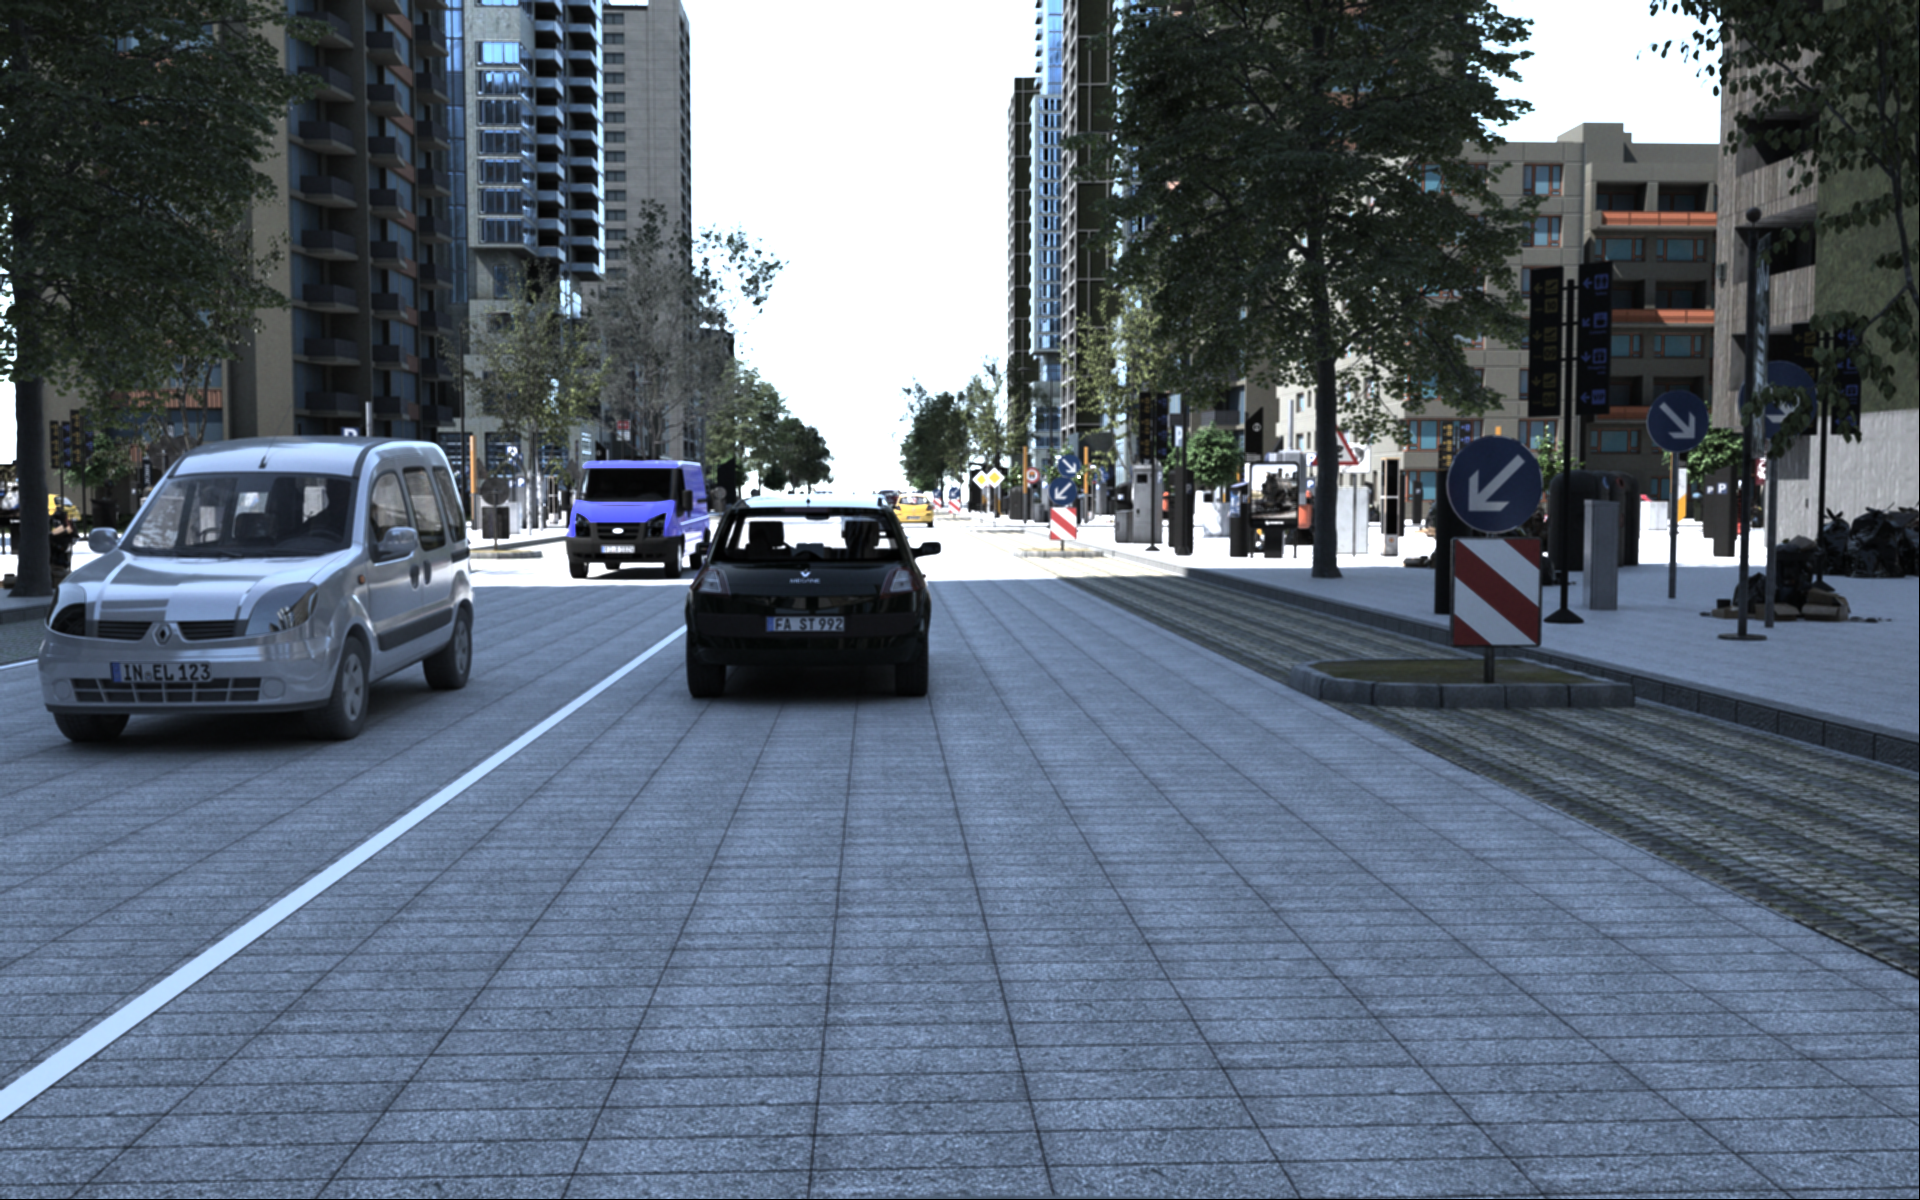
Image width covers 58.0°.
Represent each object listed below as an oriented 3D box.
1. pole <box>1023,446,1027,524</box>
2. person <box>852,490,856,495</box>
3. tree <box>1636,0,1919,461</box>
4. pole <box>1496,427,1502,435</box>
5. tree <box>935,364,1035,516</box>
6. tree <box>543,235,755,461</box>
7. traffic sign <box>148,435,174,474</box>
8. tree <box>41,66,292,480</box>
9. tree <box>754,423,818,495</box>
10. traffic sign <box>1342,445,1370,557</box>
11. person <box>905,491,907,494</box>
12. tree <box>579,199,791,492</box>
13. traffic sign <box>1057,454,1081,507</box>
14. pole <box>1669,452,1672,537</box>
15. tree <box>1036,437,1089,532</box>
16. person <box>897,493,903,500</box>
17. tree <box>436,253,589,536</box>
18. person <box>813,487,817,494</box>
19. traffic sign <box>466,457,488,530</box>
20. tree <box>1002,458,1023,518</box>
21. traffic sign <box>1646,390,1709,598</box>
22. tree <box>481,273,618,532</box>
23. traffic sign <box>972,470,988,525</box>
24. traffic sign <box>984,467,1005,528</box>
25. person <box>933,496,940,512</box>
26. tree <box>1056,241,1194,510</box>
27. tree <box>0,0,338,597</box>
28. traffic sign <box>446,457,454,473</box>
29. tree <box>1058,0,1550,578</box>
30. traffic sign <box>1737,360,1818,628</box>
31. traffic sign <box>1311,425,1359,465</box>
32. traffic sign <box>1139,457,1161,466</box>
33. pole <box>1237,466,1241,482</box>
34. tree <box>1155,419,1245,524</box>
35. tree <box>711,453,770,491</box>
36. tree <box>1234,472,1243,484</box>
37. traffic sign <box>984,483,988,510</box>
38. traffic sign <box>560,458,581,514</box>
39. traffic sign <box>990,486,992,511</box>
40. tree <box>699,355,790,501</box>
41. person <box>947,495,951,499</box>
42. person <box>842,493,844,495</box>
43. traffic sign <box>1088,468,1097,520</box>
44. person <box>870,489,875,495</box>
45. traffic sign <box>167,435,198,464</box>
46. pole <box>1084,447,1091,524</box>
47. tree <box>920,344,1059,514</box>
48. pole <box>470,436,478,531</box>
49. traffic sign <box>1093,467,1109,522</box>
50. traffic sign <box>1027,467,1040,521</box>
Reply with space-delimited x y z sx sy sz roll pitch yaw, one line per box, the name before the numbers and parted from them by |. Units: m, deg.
pole | 2.783 -4.898 73.930 0.158 3.312 0.155 0 3 0
person | -11.186 -10.730 183.810 0.709 1.838 0.599 -3 5 -40
tree | 6.808 -3.739 11.493 4.737 8.622 4.395 0 3 0
pole | 16.269 -3.582 52.409 0.158 3.312 0.155 0 3 0
tree | 1.881 -9.096 99.085 4.737 8.622 4.395 0 3 0
tree | -14.892 -10.583 83.403 12.009 13.543 11.850 0 3 0
traffic sign | -17.145 -2.278 37.355 0.768 2.556 0.104 0 4 7
tree | -13.350 -4.859 29.814 4.360 8.622 3.978 0 3 0
tree | -21.672 -16.836 209.683 8.767 10.594 7.601 -2 4 -33
traffic sign | 7.985 -2.012 35.031 0.606 2.300 0.079 0 4 0
person | -5.690 -10.505 180.976 1.217 1.735 0.721 2 4 24
tree | -17.689 -15.674 112.154 12.611 20.169 13.585 0 3 0
traffic sign | 3.473 -3.365 55.127 0.768 2.556 0.104 0 4 -1
pole | 21.418 -3.554 51.943 0.158 3.312 0.155 0 3 0
tree | 3.682 -3.935 58.934 1.663 3.219 1.824 0 3 0
person | -3.622 -5.751 105.127 0.503 1.515 0.523 -2 4 -29
tree | -13.329 -6.247 52.502 4.360 8.622 3.978 0 3 0
person | -8.902 -6.021 106.808 0.748 1.841 0.638 1 4 22
traffic sign | -17.059 -3.756 61.410 0.884 2.594 0.081 0 4 2
tree | 2.949 -6.095 94.253 1.663 3.219 1.824 0 3 0
traffic sign | 8.772 -1.294 21.260 0.768 2.556 0.104 0 4 0
tree | -13.949 -6.606 58.370 4.737 8.622 4.395 0 3 0
traffic sign | 0.903 -4.211 72.491 0.795 2.450 0.064 0 4 -3
traffic sign | 1.283 -3.723 64.515 0.795 2.450 0.064 0 4 -3
person | -1.877 -7.808 137.006 0.563 1.720 0.643 -1 4 -14
tree | 4.882 -6.034 49.015 4.737 8.622 4.395 0 3 0
tree | -11.901 -6.339 21.763 7.486 12.596 7.792 0 3 0
traffic sign | -17.417 -3.558 58.284 0.768 2.556 0.104 0 4 6
tree | 5.219 -6.615 26.281 7.486 12.596 7.792 0 3 0
traffic sign | 7.789 -1.008 16.595 0.768 2.556 0.104 0 4 0
traffic sign | 6.944 -1.965 32.124 0.884 2.594 0.081 0 4 1
traffic sign | 6.253 -3.489 57.150 0.768 2.556 0.104 0 4 5
pole | 17.824 -7.151 110.755 0.158 3.312 0.155 0 3 0
tree | 10.979 -5.576 74.889 4.285 4.588 4.351 0 3 0
tree | -17.881 -9.235 134.702 4.285 4.588 4.351 0 3 0
tree | 17.636 -7.189 112.142 1.663 3.219 1.824 0 3 0
traffic sign | 1.802 -7.595 124.185 0.884 2.594 0.081 0 4 5
traffic sign | -14.071 -3.842 62.825 0.884 2.594 0.081 0 4 -2
traffic sign | 2.215 -7.614 124.591 0.768 2.556 0.104 0 4 -1
tree | -17.697 -13.702 142.157 7.486 12.596 7.792 0 3 0
person | -1.351 -13.522 229.460 0.709 1.838 0.599 -1 4 -18
person | -19.549 -17.189 290.344 0.445 1.727 0.742 3 5 41
traffic sign | 6.477 -5.155 84.383 0.768 2.556 0.104 0 4 -2
person | -6.508 -7.521 131.651 0.590 1.801 0.661 -3 5 -39
traffic sign | -16.618 -2.266 37.155 0.768 2.556 0.104 0 4 -1
pole | 5.431 -4.935 74.533 0.158 3.312 0.155 0 3 0
tree | 1.768 -10.638 108.351 8.767 10.594 7.601 0 4 -7
pole | -17.021 -4.085 60.626 0.158 3.312 0.155 0 3 0
traffic sign | 6.506 -4.902 80.249 0.768 2.556 0.104 0 4 3
traffic sign | 3.411 -5.023 82.225 0.768 2.556 0.104 0 4 -1
